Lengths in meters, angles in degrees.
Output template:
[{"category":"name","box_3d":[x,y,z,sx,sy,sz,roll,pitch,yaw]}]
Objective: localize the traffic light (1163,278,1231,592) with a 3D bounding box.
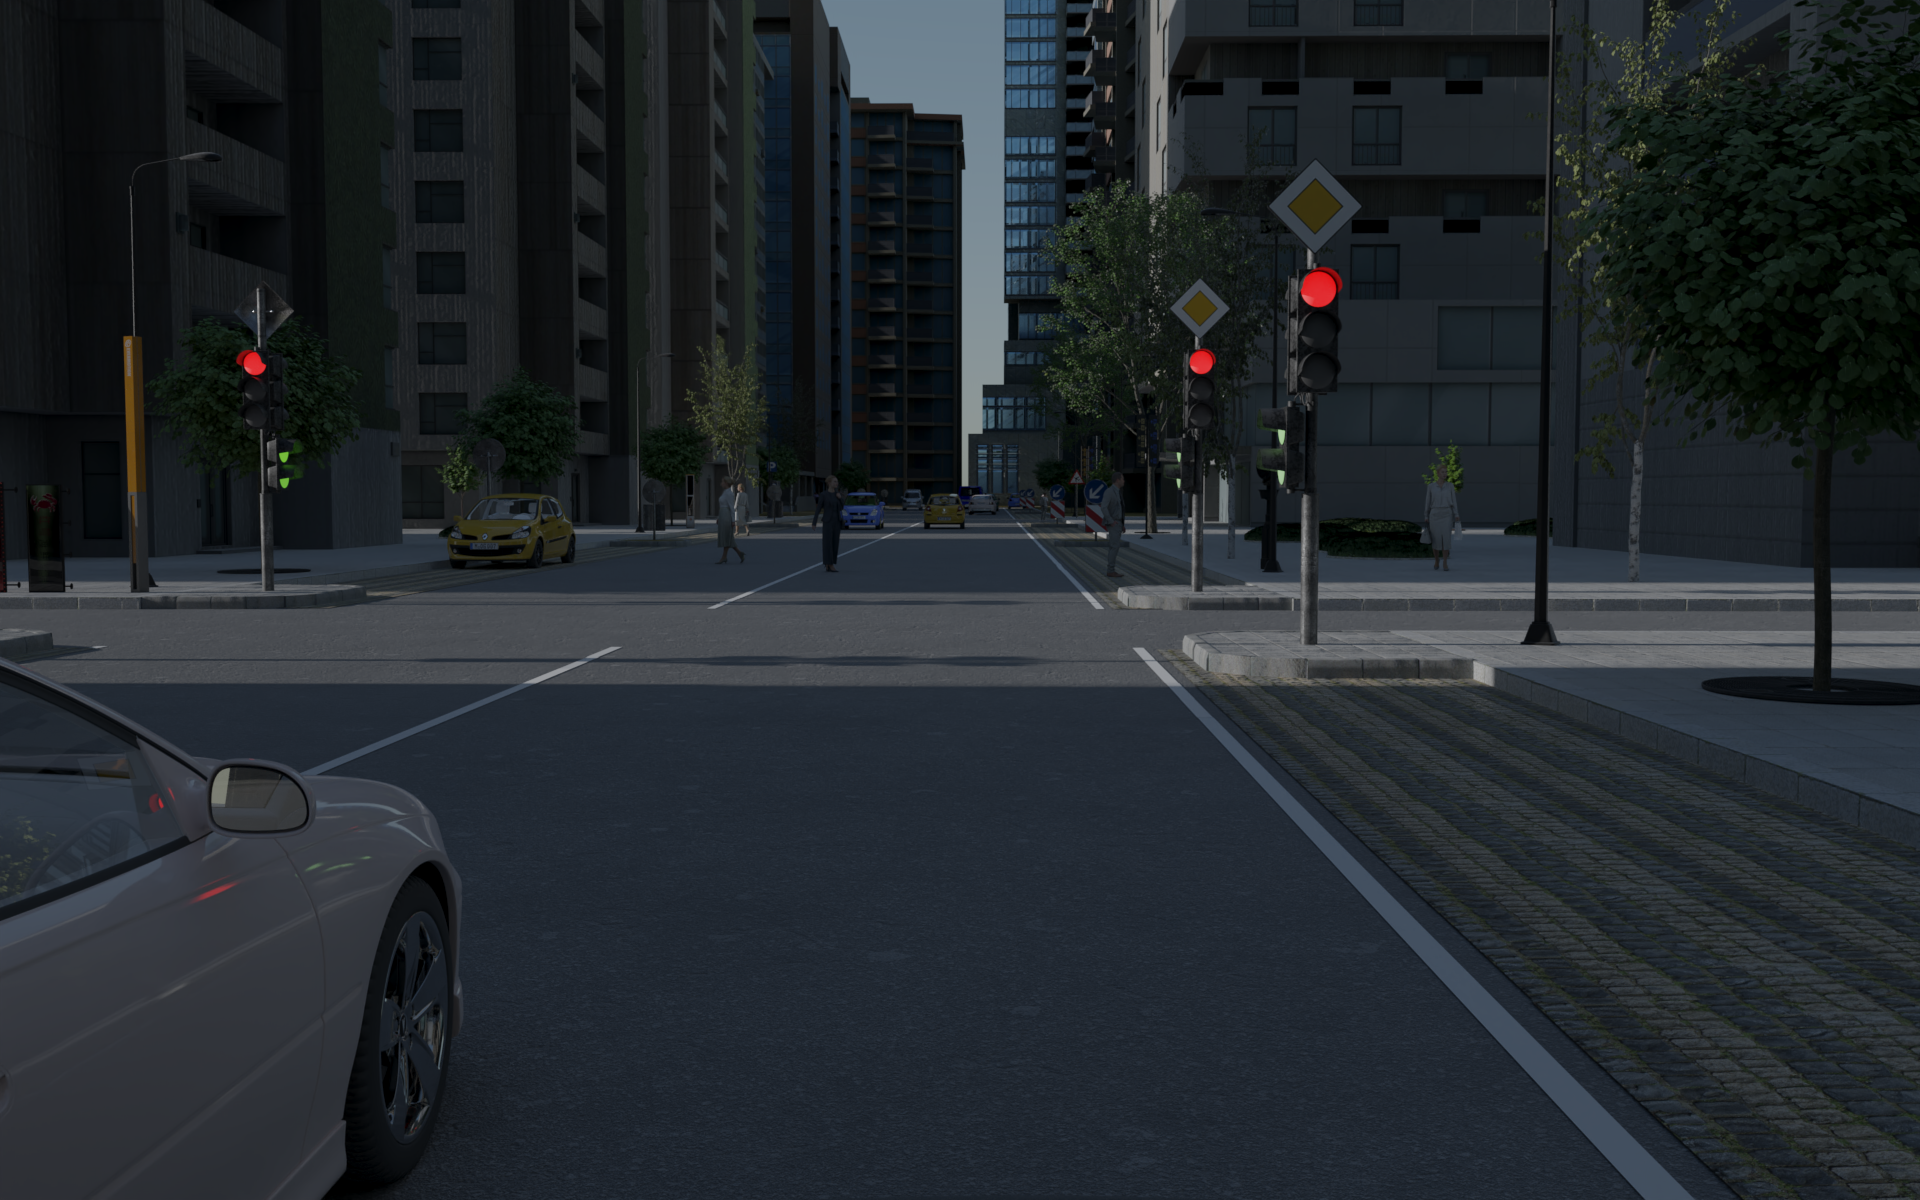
[{"category":"traffic light","box_3d":[3.100,-2.064,22.665,0.839,4.253,0.868,0,4,1]}]

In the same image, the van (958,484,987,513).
[{"category":"van","box_3d":[0.877,-7.873,133.104,2.240,2.365,5.245,0,4,3]}]

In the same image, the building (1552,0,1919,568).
[{"category":"building","box_3d":[28.682,-30.003,32.548,28.212,58.520,21.231,0,4,1]}]

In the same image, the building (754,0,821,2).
[{"category":"building","box_3d":[-18.751,-30.560,149.763,14.600,45.320,14.200,0,4,1]}]

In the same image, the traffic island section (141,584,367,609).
[{"category":"traffic island section","box_3d":[-9.200,-0.044,22.998,2.009,0.180,2.903,0,4,1]}]

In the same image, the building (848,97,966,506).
[{"category":"building","box_3d":[-13.901,-33.004,194.234,28.867,44.769,22.147,0,4,1]}]

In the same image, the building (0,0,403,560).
[{"category":"building","box_3d":[-21.551,-16.235,37.139,14.160,30.474,14.107,0,4,1]}]

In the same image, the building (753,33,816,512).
[{"category":"building","box_3d":[-27.742,-26.858,131.012,32.217,40.220,23.993,0,4,1]}]

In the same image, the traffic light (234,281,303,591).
[{"category":"traffic light","box_3d":[-9.160,-2.076,22.862,0.839,4.253,0.868,0,4,1]}]

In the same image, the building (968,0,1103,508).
[{"category":"building","box_3d":[16.553,-53.831,192.808,31.000,86.520,22.319,0,4,1]}]

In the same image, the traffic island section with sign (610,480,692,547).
[{"category":"traffic island section with sign","box_3d":[-8.443,-2.383,47.592,1.989,1.847,2.006,0,4,1]}]

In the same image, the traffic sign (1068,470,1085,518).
[{"category":"traffic sign","box_3d":[6.171,-5.599,91.543,0.884,2.594,0.081,0,4,6]}]

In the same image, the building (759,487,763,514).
[{"category":"building","box_3d":[-23.237,-40.925,107.369,20.563,71.187,20.611,0,4,1]}]

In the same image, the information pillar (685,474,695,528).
[{"category":"information pillar","box_3d":[-10.114,-3.694,64.893,0.304,2.012,0.304,-1,4,-15]}]

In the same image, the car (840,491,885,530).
[{"category":"car","box_3d":[-4.005,-3.732,70.602,1.945,1.707,3.694,0,4,0]}]

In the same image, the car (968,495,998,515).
[{"category":"car","box_3d":[1.568,-6.606,120.365,2.083,1.381,4.827,0,4,3]}]

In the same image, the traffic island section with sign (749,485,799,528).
[{"category":"traffic island section with sign","box_3d":[-7.977,-4.032,74.543,1.989,1.847,2.006,0,4,1]}]

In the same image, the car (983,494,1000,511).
[{"category":"car","box_3d":[2.316,-8.132,144.760,2.131,1.459,4.920,0,4,0]}]

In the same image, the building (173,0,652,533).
[{"category":"building","box_3d":[-20.715,-18.168,68.746,14.160,30.474,14.107,0,4,1]}]

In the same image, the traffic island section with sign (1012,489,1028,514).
[{"category":"traffic island section with sign","box_3d":[4.927,-7.106,124.803,1.989,1.847,2.006,0,4,1]}]

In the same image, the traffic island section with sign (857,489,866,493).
[{"category":"traffic island section with sign","box_3d":[-7.088,-7.136,125.303,1.989,1.847,2.006,0,4,1]}]

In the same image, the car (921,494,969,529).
[{"category":"car","box_3d":[-0.634,-3.786,72.117,2.015,1.641,3.980,0,4,0]}]

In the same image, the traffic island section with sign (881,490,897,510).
[{"category":"traffic island section with sign","box_3d":[-6.611,-8.821,152.843,1.989,1.847,2.006,0,4,1]}]

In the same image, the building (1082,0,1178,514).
[{"category":"building","box_3d":[20.305,-28.797,125.449,22.147,44.769,28.867,0,4,1]}]

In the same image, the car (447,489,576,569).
[{"category":"car","box_3d":[-8.858,-1.474,34.331,2.015,1.641,3.980,0,4,1]}]

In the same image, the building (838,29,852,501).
[{"category":"building","box_3d":[-17.982,-31.467,164.603,14.200,45.320,14.600,0,4,1]}]

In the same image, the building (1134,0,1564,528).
[{"category":"building","box_3d":[22.440,-29.906,78.201,28.713,52.752,27.495,0,4,1]}]

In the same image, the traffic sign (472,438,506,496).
[{"category":"traffic sign","box_3d":[-10.757,-2.413,39.564,0.768,2.556,0.104,0,4,3]}]

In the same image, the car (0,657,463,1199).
[{"category":"car","box_3d":[-2.044,0.623,2.173,2.083,1.381,4.827,0,4,-1]}]

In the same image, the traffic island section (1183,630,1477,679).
[{"category":"traffic island section","box_3d":[3.000,0.458,14.794,2.009,0.180,2.903,0,4,1]}]

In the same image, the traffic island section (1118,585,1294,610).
[{"category":"traffic island section","box_3d":[3.140,-0.030,22.778,2.009,0.180,2.903,0,4,1]}]

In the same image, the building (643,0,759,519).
[{"category":"building","box_3d":[-18.554,-24.883,90.439,14.154,41.232,14.086,0,4,1]}]

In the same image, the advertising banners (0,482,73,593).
[{"category":"advertising banners","box_3d":[-12.627,-1.606,22.453,2.074,3.025,0.090,0,4,-3]}]

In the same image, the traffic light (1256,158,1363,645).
[{"category":"traffic light","box_3d":[2.960,-1.576,14.681,0.839,4.253,0.868,0,4,1]}]

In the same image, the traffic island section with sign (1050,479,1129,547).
[{"category":"traffic island section with sign","box_3d":[3.577,-2.370,47.373,1.989,1.847,2.006,0,4,1]}]

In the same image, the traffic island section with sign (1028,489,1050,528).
[{"category":"traffic island section with sign","box_3d":[4.044,-4.018,74.324,1.989,1.847,2.006,0,4,1]}]

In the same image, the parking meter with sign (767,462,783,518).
[{"category":"parking meter with sign","box_3d":[-9.986,-5.968,93.843,0.543,3.016,1.738,0,4,8]}]

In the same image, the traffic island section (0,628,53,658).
[{"category":"traffic island section","box_3d":[-9.339,0.444,15.014,2.009,0.180,2.903,0,4,1]}]

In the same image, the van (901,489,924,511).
[{"category":"van","box_3d":[-4.113,-8.767,150.344,2.013,2.044,4.112,0,4,1]}]
